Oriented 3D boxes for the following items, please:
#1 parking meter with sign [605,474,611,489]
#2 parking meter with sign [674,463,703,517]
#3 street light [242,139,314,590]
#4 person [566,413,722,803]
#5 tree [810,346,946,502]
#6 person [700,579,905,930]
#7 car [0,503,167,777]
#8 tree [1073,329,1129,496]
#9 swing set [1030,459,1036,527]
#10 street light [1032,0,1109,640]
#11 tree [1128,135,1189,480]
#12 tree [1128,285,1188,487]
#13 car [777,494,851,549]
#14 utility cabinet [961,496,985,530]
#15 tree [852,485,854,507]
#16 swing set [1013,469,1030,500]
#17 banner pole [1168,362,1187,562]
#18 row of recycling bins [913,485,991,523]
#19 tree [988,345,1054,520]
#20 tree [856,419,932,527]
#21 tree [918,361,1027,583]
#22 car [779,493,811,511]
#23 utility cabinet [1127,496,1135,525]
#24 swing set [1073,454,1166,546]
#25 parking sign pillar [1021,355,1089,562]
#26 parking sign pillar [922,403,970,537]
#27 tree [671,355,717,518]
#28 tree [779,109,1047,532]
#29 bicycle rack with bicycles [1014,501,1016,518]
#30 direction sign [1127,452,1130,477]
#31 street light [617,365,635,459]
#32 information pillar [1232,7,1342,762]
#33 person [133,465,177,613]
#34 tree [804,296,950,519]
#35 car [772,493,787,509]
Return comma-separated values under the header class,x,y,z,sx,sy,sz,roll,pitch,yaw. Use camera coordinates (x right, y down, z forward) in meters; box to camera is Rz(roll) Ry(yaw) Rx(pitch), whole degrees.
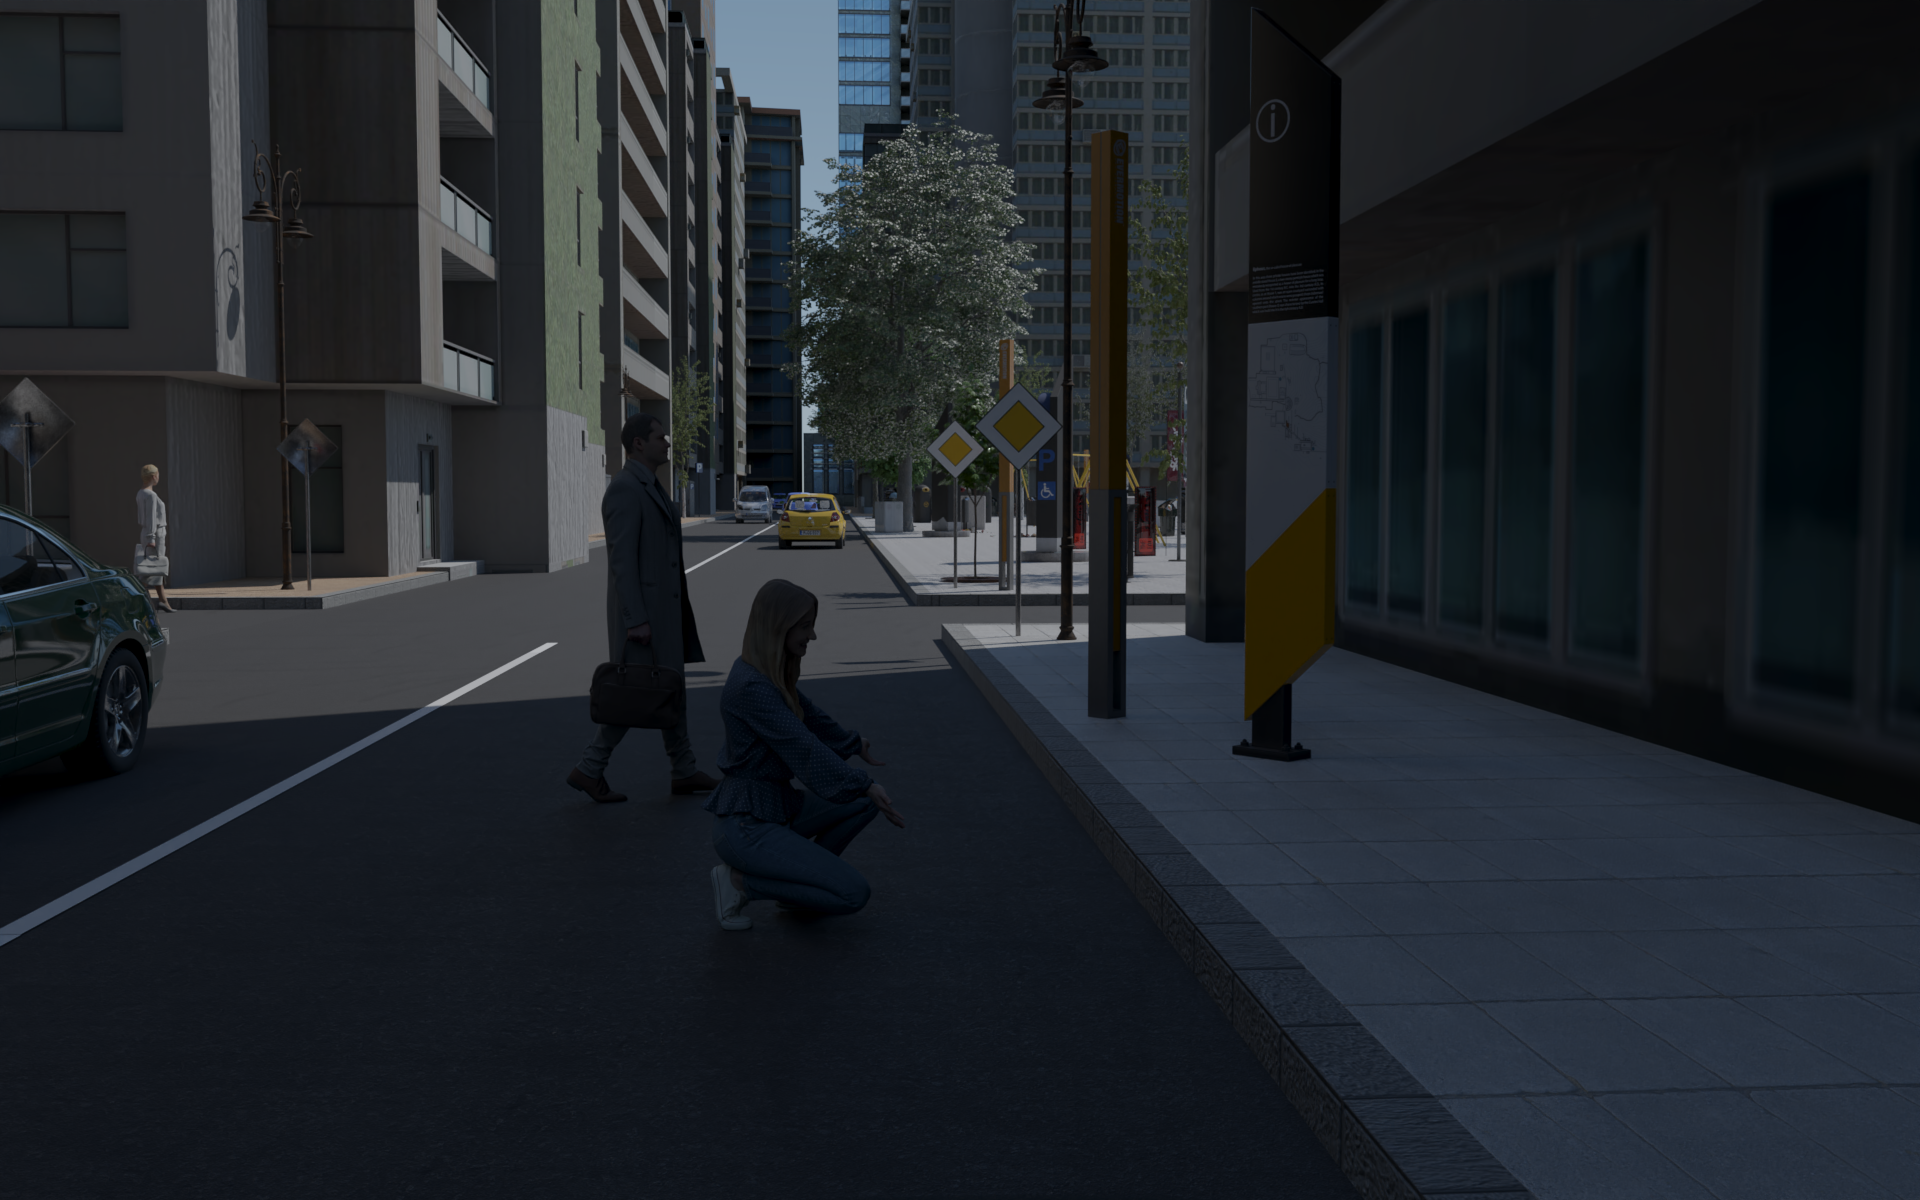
class,x,y,z,sx,sy,sz,roll,pitch,yaw
parking meter with sign,-13.192,-4.137,63.907,0.543,3.016,1.738,1,4,19
parking meter with sign,-15.310,-6.183,97.360,1.738,3.016,0.543,2,4,32
street light,-9.032,-3.076,23.085,0.468,5.910,1.993,0,4,-4
person,-1.452,0.029,8.131,0.767,1.812,0.694,0,4,-1
tree,-4.485,-10.106,99.649,8.767,10.594,7.601,-2,4,-24
person,-0.478,0.497,5.880,0.738,1.151,1.012,0,4,7
car,-5.084,0.265,7.459,2.131,1.459,4.920,0,4,-4
tree,6.923,-7.487,72.771,4.360,8.622,3.978,0,3,0
swing set,4.898,-4.342,68.608,2.862,2.851,3.119,2,4,31
street light,0.940,-2.587,15.090,0.468,5.910,1.993,0,4,-4
tree,4.521,-4.764,28.247,4.737,8.622,4.395,0,3,0
tree,8.275,-6.608,58.396,4.360,8.622,3.978,0,3,0
car,-3.951,-2.222,46.549,2.015,1.641,3.980,0,4,-3
utility cabinet,0.392,-3.118,62.144,1.020,1.237,0.306,0,4,7
tree,-10.378,-11.095,176.003,1.663,3.219,1.824,0,3,0
swing set,3.633,-4.916,77.999,3.119,2.851,2.862,3,4,37
banner pole,4.303,-2.636,33.118,0.401,3.779,0.863,2,4,34
row of recycling bins,-0.355,-4.288,77.214,3.534,1.692,1.069,0,4,2
tree,2.838,-8.219,84.737,4.737,8.622,4.395,0,3,0
tree,-2.335,-5.140,67.757,4.285,4.588,4.351,0,3,0
tree,0.117,-1.886,25.437,1.663,3.219,1.824,0,3,0
car,-7.652,-4.470,82.668,1.945,1.707,3.694,0,4,-6
utility cabinet,4.352,-2.149,46.296,1.020,1.237,0.306,-2,4,-24
swing set,3.714,-2.821,43.751,2.862,2.851,3.119,0,4,3
parking sign pillar,1.810,-2.727,33.064,1.447,3.967,1.447,1,4,17
parking sign pillar,-0.414,-3.870,51.749,1.447,3.967,1.447,-1,4,-23
tree,-14.751,-8.597,90.926,4.737,8.622,4.395,0,3,0
tree,-1.961,-9.304,58.782,9.857,13.997,8.962,0,3,0
bicycle rack with bicycles,3.381,-4.834,92.415,2.852,0.926,2.925,2,4,30
direction sign,9.022,-6.232,93.892,0.379,3.537,0.876,-1,4,-19
street light,-11.974,-5.471,62.245,0.468,5.910,1.993,0,4,-4
information pillar,1.578,-1.036,8.297,0.183,3.616,0.504,-3,5,-42
person,-9.698,-0.723,20.672,0.624,1.780,0.694,-2,4,-29
tree,-4.290,-10.034,89.809,9.928,11.665,9.643,0,3,0
car,-16.820,-9.296,161.581,1.945,1.707,3.694,0,4,-4
